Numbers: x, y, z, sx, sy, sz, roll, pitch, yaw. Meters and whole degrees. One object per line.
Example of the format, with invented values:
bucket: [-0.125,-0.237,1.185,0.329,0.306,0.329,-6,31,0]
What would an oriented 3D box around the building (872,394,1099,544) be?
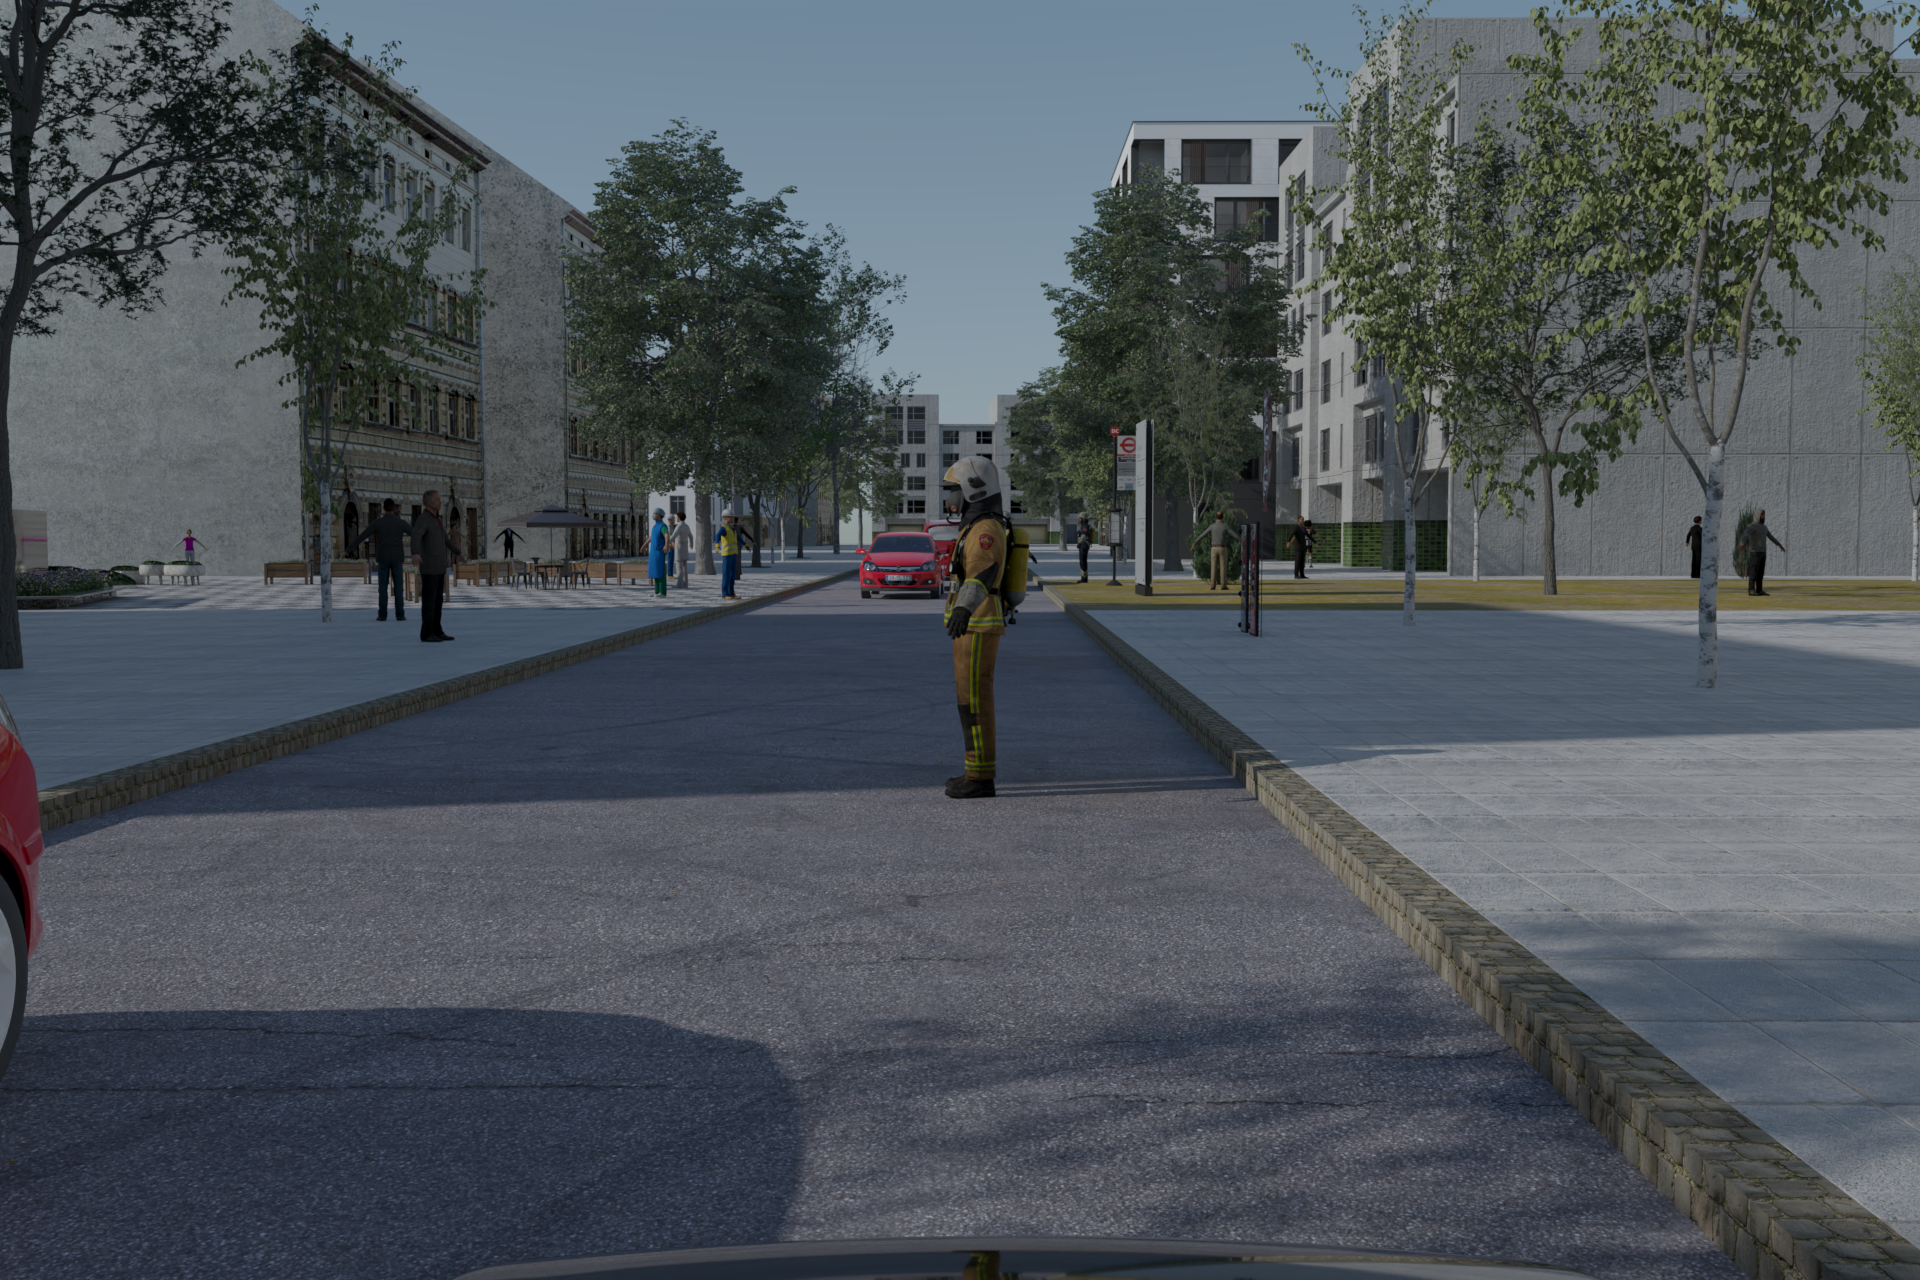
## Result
building: [4.336,-21.844,226.066,31.486,18.905,16.747,0,4,-2]

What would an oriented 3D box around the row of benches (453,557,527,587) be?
row of benches: [-11.905,-1.753,44.123,1.422,0.672,4.104,0,4,3]

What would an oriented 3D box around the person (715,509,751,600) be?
person: [-4.460,-1.681,33.954,0.721,1.772,1.216,2,4,24]

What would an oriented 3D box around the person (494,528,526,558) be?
person: [-17.124,-3.615,65.818,1.216,1.740,0.721,-2,4,-30]

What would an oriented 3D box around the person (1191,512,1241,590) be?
person: [5.953,-2.046,39.732,1.348,1.796,0.705,1,4,19]

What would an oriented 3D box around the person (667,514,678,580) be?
person: [-8.118,-2.629,48.840,0.705,1.847,1.347,-1,4,-8]

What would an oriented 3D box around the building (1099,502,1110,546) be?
building: [24.640,-21.526,182.884,19.493,23.208,18.063,0,4,1]

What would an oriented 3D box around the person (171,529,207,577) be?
person: [-23.005,-2.595,51.701,0.991,1.433,0.599,-2,4,-29]

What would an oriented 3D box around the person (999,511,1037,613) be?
person: [0.836,-1.422,31.472,1.354,1.858,0.705,3,5,44]

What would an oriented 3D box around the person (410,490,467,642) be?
person: [-6.266,-0.886,20.667,0.705,1.807,1.348,0,4,8]

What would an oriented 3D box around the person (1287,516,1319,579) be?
person: [9.764,-2.651,49.572,1.346,1.802,0.704,-3,5,-39]

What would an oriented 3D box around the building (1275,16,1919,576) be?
building: [23.558,-12.331,68.071,16.747,18.905,31.486,0,4,1]

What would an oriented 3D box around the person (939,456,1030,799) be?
person: [0.058,-0.079,9.518,0.705,1.858,1.354,0,4,0]

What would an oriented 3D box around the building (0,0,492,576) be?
building: [-28.847,-14.086,61.237,19.493,23.208,18.063,0,4,2]

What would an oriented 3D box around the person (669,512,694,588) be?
person: [-6.641,-2.138,41.141,0.705,1.806,1.347,1,4,21]

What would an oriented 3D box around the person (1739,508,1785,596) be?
person: [16.546,-1.818,35.848,1.348,1.813,0.705,-2,4,-28]

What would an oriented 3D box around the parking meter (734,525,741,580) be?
parking meter: [-6.309,-2.437,48.264,0.372,1.533,0.369,0,3,0]

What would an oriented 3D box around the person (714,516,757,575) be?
person: [-7.078,-2.975,54.573,1.347,1.837,0.705,-1,4,-12]

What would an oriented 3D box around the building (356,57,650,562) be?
building: [-27.292,-15.809,89.407,19.493,23.208,18.063,0,4,2]

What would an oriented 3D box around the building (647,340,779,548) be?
building: [-24.054,-18.983,166.790,16.016,20.090,11.380,0,4,1]

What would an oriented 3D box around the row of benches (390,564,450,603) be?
row of benches: [-10.686,-1.142,34.140,1.422,0.672,4.104,-2,4,-24]

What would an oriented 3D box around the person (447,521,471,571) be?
person: [-17.360,-3.241,59.793,1.217,1.733,0.721,2,4,28]

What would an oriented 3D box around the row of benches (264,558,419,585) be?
row of benches: [-15.569,-1.763,44.281,4.104,0.672,1.422,0,4,-8]

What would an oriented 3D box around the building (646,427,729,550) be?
building: [-24.315,-12.681,149.478,9.099,9.664,28.070,0,4,1]

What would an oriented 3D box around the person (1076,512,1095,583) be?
person: [3.218,-2.426,45.449,0.705,1.856,1.354,0,4,7]

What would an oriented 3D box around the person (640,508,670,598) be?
person: [-6.141,-1.775,35.156,0.704,1.817,1.347,-2,4,-32]

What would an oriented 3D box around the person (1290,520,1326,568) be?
person: [13.280,-3.668,66.116,1.345,1.843,0.704,1,4,18]

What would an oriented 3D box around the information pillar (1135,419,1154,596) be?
information pillar: [3.866,-2.754,36.340,0.184,3.620,1.656,0,4,-1]

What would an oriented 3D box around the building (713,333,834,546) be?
building: [-24.032,-22.053,191.501,19.493,23.208,18.063,0,4,2]

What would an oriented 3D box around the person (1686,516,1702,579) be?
person: [21.278,-2.675,49.916,0.705,1.806,1.347,-1,4,-10]

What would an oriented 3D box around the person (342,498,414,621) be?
person: [-8.436,-1.197,25.641,1.348,1.821,0.705,-1,4,-20]

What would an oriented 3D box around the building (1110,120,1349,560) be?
building: [22.653,-15.793,102.194,27.936,21.610,32.646,0,4,1]
